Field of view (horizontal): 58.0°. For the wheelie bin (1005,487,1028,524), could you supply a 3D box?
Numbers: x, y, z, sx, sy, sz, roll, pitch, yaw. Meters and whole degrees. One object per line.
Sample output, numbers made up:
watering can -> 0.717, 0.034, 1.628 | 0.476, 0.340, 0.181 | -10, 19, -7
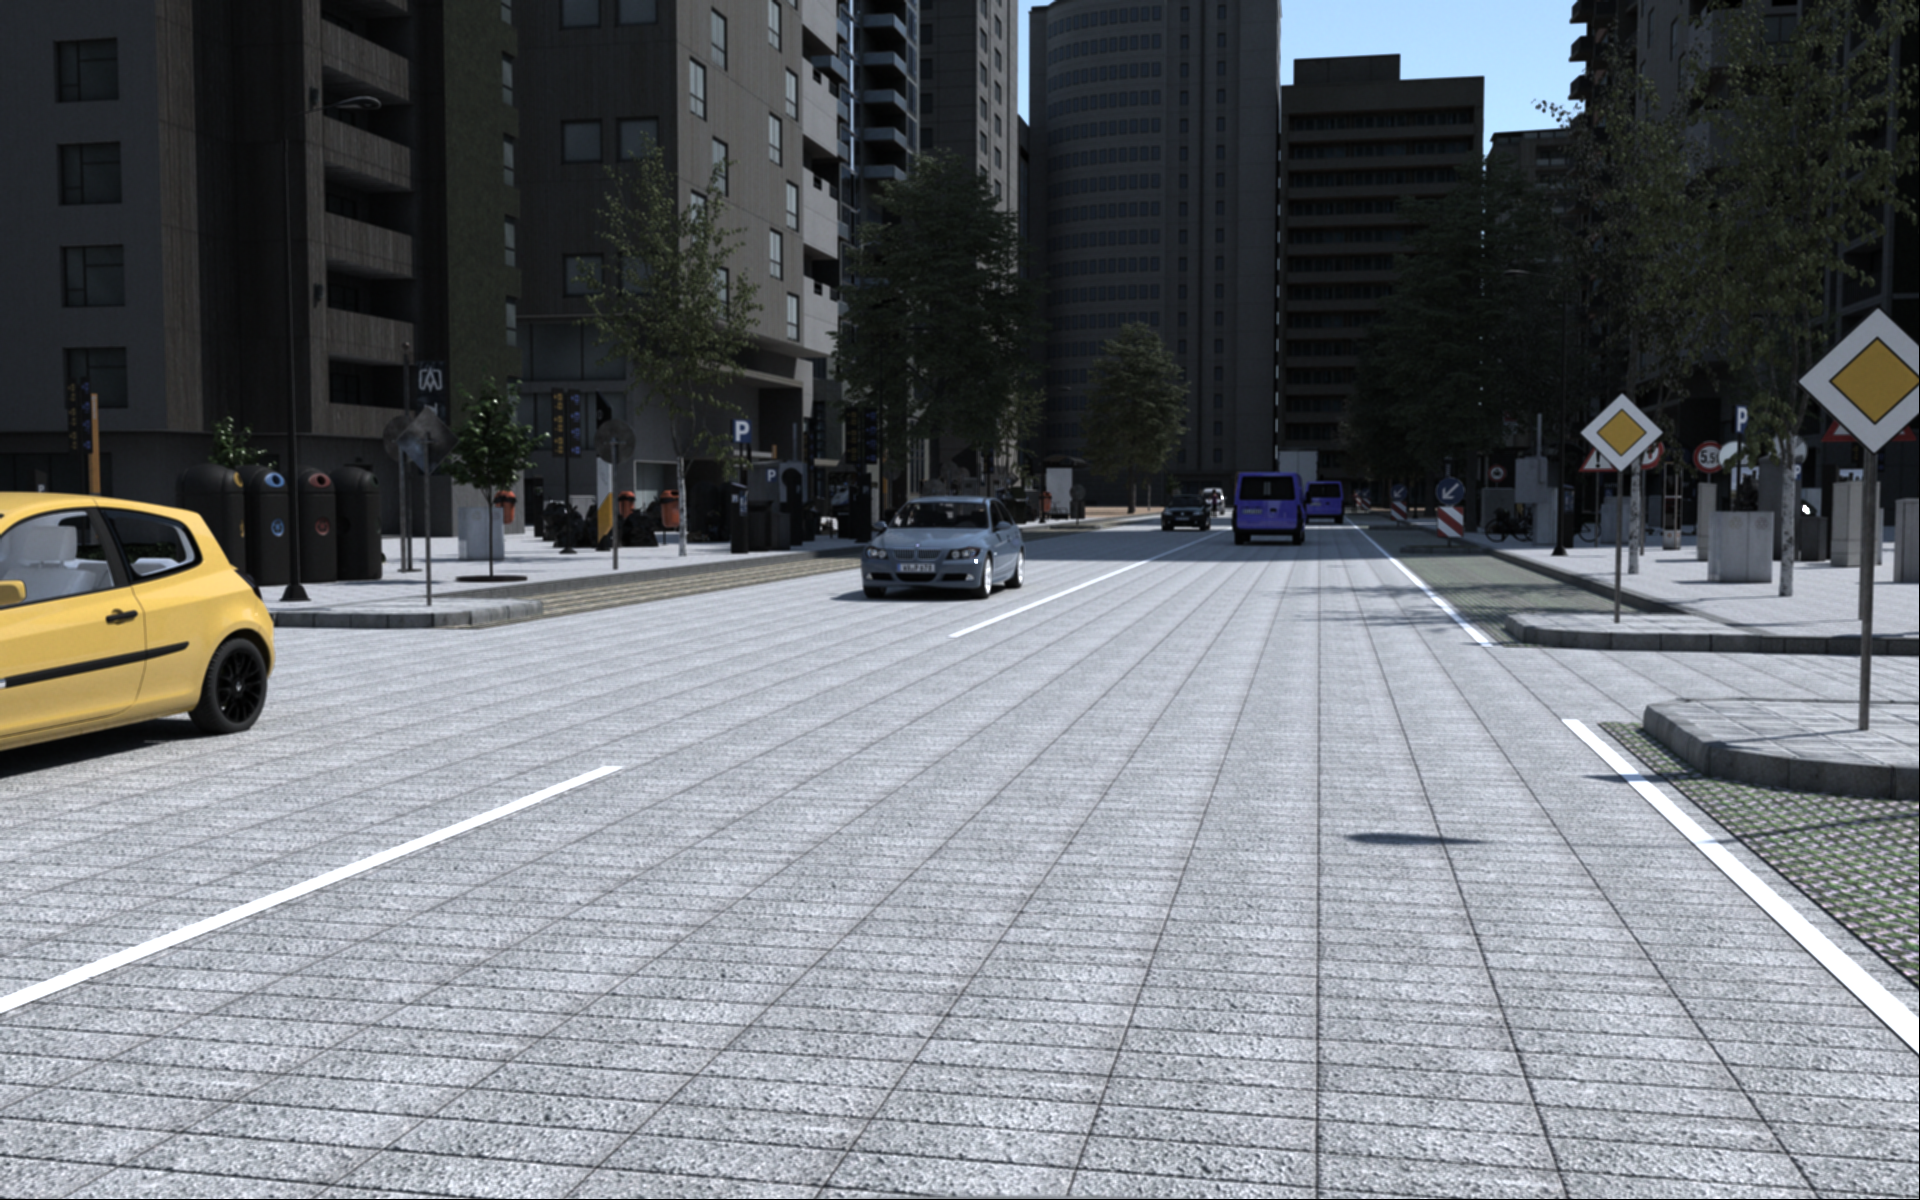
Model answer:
wheelie bin -> 2.395, -4.039, 73.948 | 0.980, 1.594, 0.693 | -2, 4, -29

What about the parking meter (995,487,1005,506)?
parking meter -> 1.528, -3.483, 65.366 | 0.372, 1.533, 0.369 | 0, 3, 0

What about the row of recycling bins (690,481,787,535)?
row of recycling bins -> -6.988, -2.956, 55.447 | 3.534, 1.692, 1.069 | -3, 5, -41

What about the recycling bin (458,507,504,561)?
recycling bin -> -9.271, -1.283, 33.527 | 0.722, 1.027, 0.722 | -2, 4, -30

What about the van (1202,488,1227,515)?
van -> 17.573, -6.948, 120.619 | 2.013, 2.044, 4.112 | 1, 4, 10

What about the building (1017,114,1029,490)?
building -> 0.972, -33.714, 201.341 | 14.200, 45.320, 14.600 | 1, 4, 12

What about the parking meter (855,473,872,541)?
parking meter -> -2.636, -2.543, 47.285 | 0.399, 1.863, 0.255 | -2, 4, -25

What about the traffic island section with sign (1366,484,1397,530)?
traffic island section with sign -> 17.309, -3.687, 68.913 | 1.989, 1.847, 2.006 | 1, 4, 12

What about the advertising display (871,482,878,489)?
advertising display -> -4.746, -5.412, 93.700 | 0.123, 1.923, 0.974 | 2, 4, 28

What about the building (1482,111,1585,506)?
building -> 64.679, -30.870, 188.314 | 14.086, 41.232, 14.154 | 1, 4, 12

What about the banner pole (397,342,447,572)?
banner pole -> -8.902, -2.364, 28.668 | 0.863, 3.779, 0.401 | 0, 4, -6

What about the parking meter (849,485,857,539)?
parking meter -> -2.986, -2.506, 49.385 | 0.372, 1.533, 0.369 | 0, 3, 0

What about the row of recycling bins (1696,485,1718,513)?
row of recycling bins -> 33.637, -4.378, 78.689 | 1.069, 1.692, 3.534 | 3, 4, 38

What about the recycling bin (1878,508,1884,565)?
recycling bin -> 16.419, -1.170, 31.691 | 0.722, 1.027, 0.722 | 1, 4, 17

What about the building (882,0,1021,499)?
building -> -6.557, -43.448, 148.620 | 20.611, 71.187, 20.563 | 1, 4, 12

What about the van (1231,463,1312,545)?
van -> 9.033, -2.808, 50.294 | 2.240, 2.365, 5.245 | 1, 4, 13

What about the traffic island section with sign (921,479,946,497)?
traffic island section with sign -> -0.729, -2.173, 44.149 | 1.989, 1.847, 2.006 | 1, 4, 12

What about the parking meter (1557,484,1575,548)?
parking meter -> 14.379, -2.000, 41.116 | 0.372, 1.533, 0.369 | 0, 3, 0

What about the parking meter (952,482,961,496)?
parking meter -> -0.178, -4.860, 85.178 | 0.399, 1.863, 0.255 | 3, 5, 41

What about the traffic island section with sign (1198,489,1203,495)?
traffic island section with sign -> 20.588, -8.449, 146.776 | 1.989, 1.847, 2.006 | 1, 4, 12

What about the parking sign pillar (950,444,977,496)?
parking sign pillar -> 0.186, -6.042, 87.260 | 1.447, 3.967, 1.447 | -1, 4, -18

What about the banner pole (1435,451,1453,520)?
banner pole -> 23.961, -5.848, 85.639 | 0.863, 3.779, 0.401 | 1, 4, 20

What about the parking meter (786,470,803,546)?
parking meter -> -4.105, -2.279, 42.974 | 0.255, 1.863, 0.399 | 2, 4, 27

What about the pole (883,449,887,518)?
pole -> -3.372, -5.136, 77.809 | 0.158, 3.312, 0.155 | 0, 3, 0

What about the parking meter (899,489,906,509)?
parking meter -> -2.965, -4.974, 89.743 | 0.372, 1.533, 0.369 | 0, 3, 0

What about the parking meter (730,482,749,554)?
parking meter -> -4.765, -1.774, 37.410 | 0.372, 1.533, 0.369 | 0, 3, 0

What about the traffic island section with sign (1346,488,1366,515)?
traffic island section with sign -> 27.262, -6.621, 116.881 | 1.989, 1.847, 2.006 | 1, 4, 12

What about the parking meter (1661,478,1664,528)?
parking meter -> 26.328, -3.603, 64.618 | 0.255, 1.863, 0.399 | 1, 4, 15

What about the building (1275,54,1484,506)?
building -> 46.806, -34.953, 195.183 | 21.600, 48.544, 21.300 | 1, 4, 12

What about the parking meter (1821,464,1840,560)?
parking meter -> 17.056, -1.728, 33.965 | 0.255, 1.863, 0.399 | 3, 4, 37

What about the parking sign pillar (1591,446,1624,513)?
parking sign pillar -> 29.274, -5.494, 78.303 | 1.447, 3.967, 1.447 | 0, 4, 4

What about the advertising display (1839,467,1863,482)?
advertising display -> 21.354, -2.238, 41.798 | 0.974, 1.923, 0.123 | 2, 4, 33

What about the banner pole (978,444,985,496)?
banner pole -> 0.837, -4.833, 69.038 | 0.401, 3.779, 0.863 | 2, 4, 26

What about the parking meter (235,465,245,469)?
parking meter -> -14.435, -1.785, 34.890 | 0.255, 1.863, 0.399 | -2, 4, -28

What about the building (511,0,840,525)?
building -> -21.857, -30.290, 84.476 | 28.713, 52.752, 27.495 | 1, 4, 12

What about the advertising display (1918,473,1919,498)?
advertising display -> 27.428, -2.653, 48.598 | 0.974, 1.923, 0.123 | 3, 5, 40

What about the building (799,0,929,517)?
building -> -14.388, -48.901, 112.208 | 22.319, 86.520, 31.000 | 1, 4, 12

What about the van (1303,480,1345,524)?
van -> 17.642, -4.892, 84.373 | 2.240, 2.365, 5.245 | 1, 4, 10

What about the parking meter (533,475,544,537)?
parking meter -> -12.585, -2.815, 51.737 | 0.255, 1.863, 0.399 | -1, 4, -19

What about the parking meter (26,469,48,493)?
parking meter -> -21.605, -2.133, 40.581 | 0.255, 1.863, 0.399 | 1, 4, 15

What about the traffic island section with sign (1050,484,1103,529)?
traffic island section with sign -> 4.807, -3.803, 70.805 | 1.989, 1.847, 2.006 | 1, 4, 12

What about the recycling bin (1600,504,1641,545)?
recycling bin -> 16.935, -1.948, 44.399 | 0.722, 1.027, 0.722 | -2, 4, -34

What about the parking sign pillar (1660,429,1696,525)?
parking sign pillar -> 29.649, -5.077, 71.478 | 1.447, 3.967, 1.447 | 3, 5, 41

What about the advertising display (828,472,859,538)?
advertising display -> -3.366, -2.751, 50.194 | 0.974, 1.923, 0.123 | 2, 4, 26

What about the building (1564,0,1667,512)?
building -> 58.293, -29.156, 131.328 | 22.147, 44.769, 28.867 | 1, 4, 12

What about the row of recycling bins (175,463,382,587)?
row of recycling bins -> -9.675, -1.074, 24.677 | 1.069, 1.692, 3.534 | 1, 4, 22

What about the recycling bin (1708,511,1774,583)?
recycling bin -> 11.403, -0.780, 25.310 | 0.722, 1.027, 0.722 | 1, 4, 9

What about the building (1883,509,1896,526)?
building -> 45.614, -38.647, 70.133 | 20.563, 71.187, 20.611 | 1, 4, 12

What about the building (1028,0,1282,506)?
building -> 22.502, -40.265, 200.327 | 28.212, 58.520, 21.231 | 1, 4, 12

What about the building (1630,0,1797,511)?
building -> 56.512, -31.406, 102.726 | 28.713, 52.752, 27.495 | 1, 4, 12

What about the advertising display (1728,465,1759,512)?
advertising display -> 17.270, -1.998, 37.874 | 0.123, 1.923, 0.974 | -2, 4, -30

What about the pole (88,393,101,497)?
pole -> -17.585, -2.529, 35.186 | 0.158, 3.312, 0.155 | 0, 3, 0

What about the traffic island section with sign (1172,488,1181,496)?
traffic island section with sign -> 15.040, -6.818, 120.097 | 1.989, 1.847, 2.006 | 1, 4, 12

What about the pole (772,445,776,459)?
pole -> -7.709, -4.775, 71.911 | 0.158, 3.312, 0.155 | 0, 3, 0

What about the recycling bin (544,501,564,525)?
recycling bin -> -14.808, -3.063, 62.635 | 0.722, 1.027, 0.722 | 2, 4, 34

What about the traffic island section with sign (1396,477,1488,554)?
traffic island section with sign -> 11.713, -2.040, 41.986 | 1.989, 1.847, 2.006 | 1, 4, 12
